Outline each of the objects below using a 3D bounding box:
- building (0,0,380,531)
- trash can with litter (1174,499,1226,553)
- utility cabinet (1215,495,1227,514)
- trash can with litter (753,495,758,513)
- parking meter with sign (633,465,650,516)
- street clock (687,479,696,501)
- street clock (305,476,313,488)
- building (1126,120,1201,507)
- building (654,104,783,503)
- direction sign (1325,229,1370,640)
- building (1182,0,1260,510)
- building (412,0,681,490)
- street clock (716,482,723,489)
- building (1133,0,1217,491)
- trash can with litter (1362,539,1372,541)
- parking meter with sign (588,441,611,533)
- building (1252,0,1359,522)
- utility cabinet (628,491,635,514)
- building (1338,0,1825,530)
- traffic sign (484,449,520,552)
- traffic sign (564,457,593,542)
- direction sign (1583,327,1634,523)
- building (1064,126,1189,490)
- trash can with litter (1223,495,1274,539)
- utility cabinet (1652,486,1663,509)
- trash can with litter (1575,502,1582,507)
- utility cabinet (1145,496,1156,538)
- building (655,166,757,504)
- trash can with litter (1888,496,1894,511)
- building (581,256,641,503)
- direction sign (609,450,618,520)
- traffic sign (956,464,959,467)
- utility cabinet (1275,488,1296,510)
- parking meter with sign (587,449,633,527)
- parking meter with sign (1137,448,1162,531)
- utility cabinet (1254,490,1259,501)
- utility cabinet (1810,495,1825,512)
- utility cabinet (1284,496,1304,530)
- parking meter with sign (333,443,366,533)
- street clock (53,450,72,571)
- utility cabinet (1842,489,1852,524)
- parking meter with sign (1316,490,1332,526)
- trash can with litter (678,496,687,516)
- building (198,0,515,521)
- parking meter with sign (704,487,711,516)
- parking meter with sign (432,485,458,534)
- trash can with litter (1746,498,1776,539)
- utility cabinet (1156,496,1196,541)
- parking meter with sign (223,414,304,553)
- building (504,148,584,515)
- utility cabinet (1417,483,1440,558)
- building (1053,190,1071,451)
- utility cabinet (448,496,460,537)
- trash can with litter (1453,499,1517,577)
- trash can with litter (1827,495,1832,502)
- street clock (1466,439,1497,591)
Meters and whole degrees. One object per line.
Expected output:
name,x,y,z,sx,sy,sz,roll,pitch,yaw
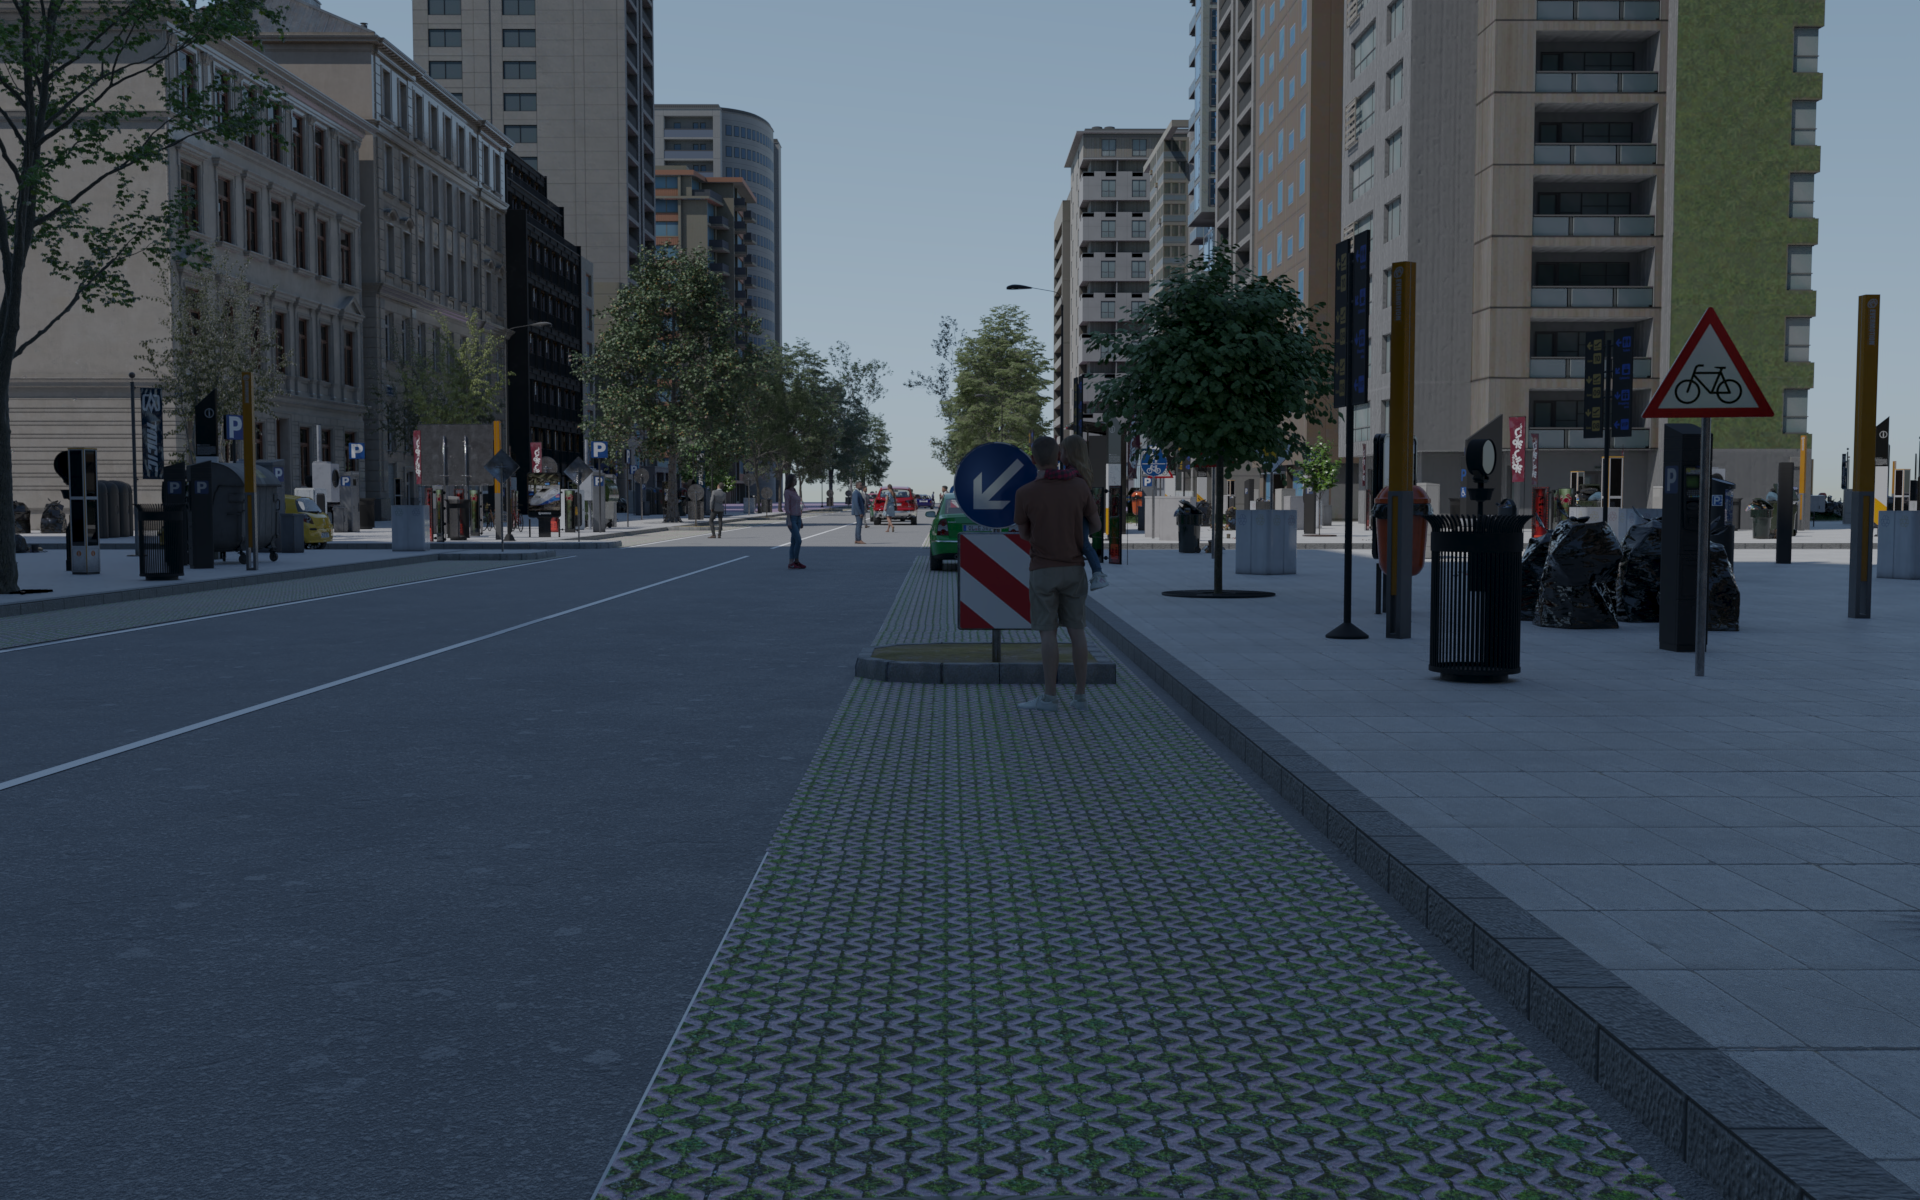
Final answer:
building,-32.545,-14.298,69.925,11.583,22.565,21.152,0,4,0
trash can with litter,5.218,-1.611,37.728,1.055,1.170,0.624,0,4,-7
utility cabinet,14.149,-4.966,92.358,1.020,1.237,0.306,2,4,29
trash can with litter,-14.184,-6.587,118.761,1.678,1.210,2.233,0,4,-4
parking meter with sign,-19.094,-6.556,103.445,0.543,3.016,1.738,-3,4,-38
street clock,-13.268,-4.958,85.625,0.358,2.002,0.471,1,4,16
street clock,-25.375,-3.862,67.720,0.358,2.002,0.471,0,4,5
building,31.715,-29.344,171.661,32.217,40.220,23.993,0,4,0
building,-38.744,-44.035,261.963,21.231,58.520,28.212,0,4,0
direction sign,3.454,-1.428,15.345,0.379,3.537,0.876,0,4,-5
building,25.937,-41.096,110.180,20.563,71.187,20.611,0,4,0
building,-36.837,-44.093,159.174,20.563,71.187,20.611,0,4,0
street clock,-13.370,-5.606,96.230,0.471,2.002,0.358,-1,4,-13
building,27.248,-50.708,141.739,22.319,86.520,31.000,0,4,0
trash can with litter,12.319,-2.231,47.534,1.678,1.210,2.233,-3,5,-42
parking meter with sign,-12.120,-3.788,58.196,0.543,3.016,1.738,-1,4,-13
building,22.783,-26.635,85.589,14.600,45.320,14.200,0,4,0
utility cabinet,-20.866,-6.316,111.953,1.173,1.500,0.318,0,4,7
building,23.357,-23.473,67.373,14.086,41.232,14.154,0,4,0
traffic sign,-10.180,-2.132,38.494,0.795,2.450,0.064,0,4,0
traffic sign,-10.234,-2.620,46.479,0.795,2.450,0.064,0,4,0
direction sign,8.944,-1.955,23.958,0.379,3.537,0.876,-2,4,-23
building,29.882,-40.111,245.045,28.713,52.752,27.495,0,4,0
trash can with litter,8.381,-2.366,49.736,2.233,1.210,1.678,1,4,19
utility cabinet,20.276,-2.475,49.137,1.173,1.500,0.318,1,4,23
trash can with litter,17.373,-2.267,48.455,1.055,1.170,0.624,0,4,3
utility cabinet,5.947,-2.442,51.082,1.020,1.237,0.306,3,5,42
building,-39.147,-35.392,233.275,22.147,44.769,28.867,0,4,0
trash can with litter,58.179,-5.904,107.914,0.624,1.170,1.055,-1,4,-15
building,-41.314,-17.793,135.950,27.650,21.520,28.899,0,4,0
direction sign,-17.253,-5.769,86.316,0.379,3.537,0.876,-3,4,-39
traffic sign,0.314,-2.135,38.544,0.795,2.450,0.064,0,4,0
utility cabinet,12.955,-3.691,69.028,0.318,1.500,1.173,3,4,38
parking meter with sign,-13.742,-4.347,67.333,1.738,3.016,0.543,0,4,3
parking meter with sign,6.687,-3.980,61.340,0.543,3.016,1.738,1,4,19
utility cabinet,14.303,-4.655,84.793,0.318,1.500,1.173,0,4,-6
utility cabinet,46.963,-5.138,95.170,1.020,1.237,0.306,0,4,-2
utility cabinet,11.928,-3.093,61.733,0.306,1.237,1.020,3,5,44
parking meter with sign,-20.562,-3.792,58.253,0.543,3.016,1.738,0,4,2
street clock,-14.807,-1.488,28.895,0.471,2.002,0.358,0,4,-2
utility cabinet,37.955,-3.942,73.128,1.173,1.500,0.318,1,4,14
parking meter with sign,14.637,-4.522,70.189,0.543,3.016,1.738,-1,4,-9
trash can with litter,-16.203,-5.423,100.057,0.624,1.170,1.055,-2,4,-31
building,-33.002,-18.082,92.910,12.463,27.353,25.104,0,4,0
parking meter with sign,-15.117,-6.585,103.932,0.543,3.016,1.738,-1,4,-22
parking meter with sign,-16.726,-3.653,55.984,0.543,3.016,1.738,1,4,18
trash can with litter,23.035,-2.329,49.467,1.055,1.170,0.624,-1,4,-22
utility cabinet,5.983,-2.229,47.601,1.020,1.237,0.306,3,5,39
parking meter with sign,-15.199,-2.548,37.928,1.738,3.016,0.543,1,4,18
building,-32.565,-17.357,113.465,12.332,23.373,15.834,0,4,0
utility cabinet,9.221,-1.593,34.727,0.318,1.500,1.173,-1,4,-11
building,25.853,-39.518,269.813,21.300,48.544,21.600,0,4,0
utility cabinet,-15.095,-2.480,51.717,0.306,1.237,1.020,-1,4,-14
trash can with litter,8.463,-0.973,26.959,1.678,1.210,2.233,0,4,-5
trash can with litter,55.252,-6.027,109.603,1.678,1.210,2.233,3,5,43
street clock,6.860,-1.117,22.836,0.358,2.002,0.471,3,5,41
